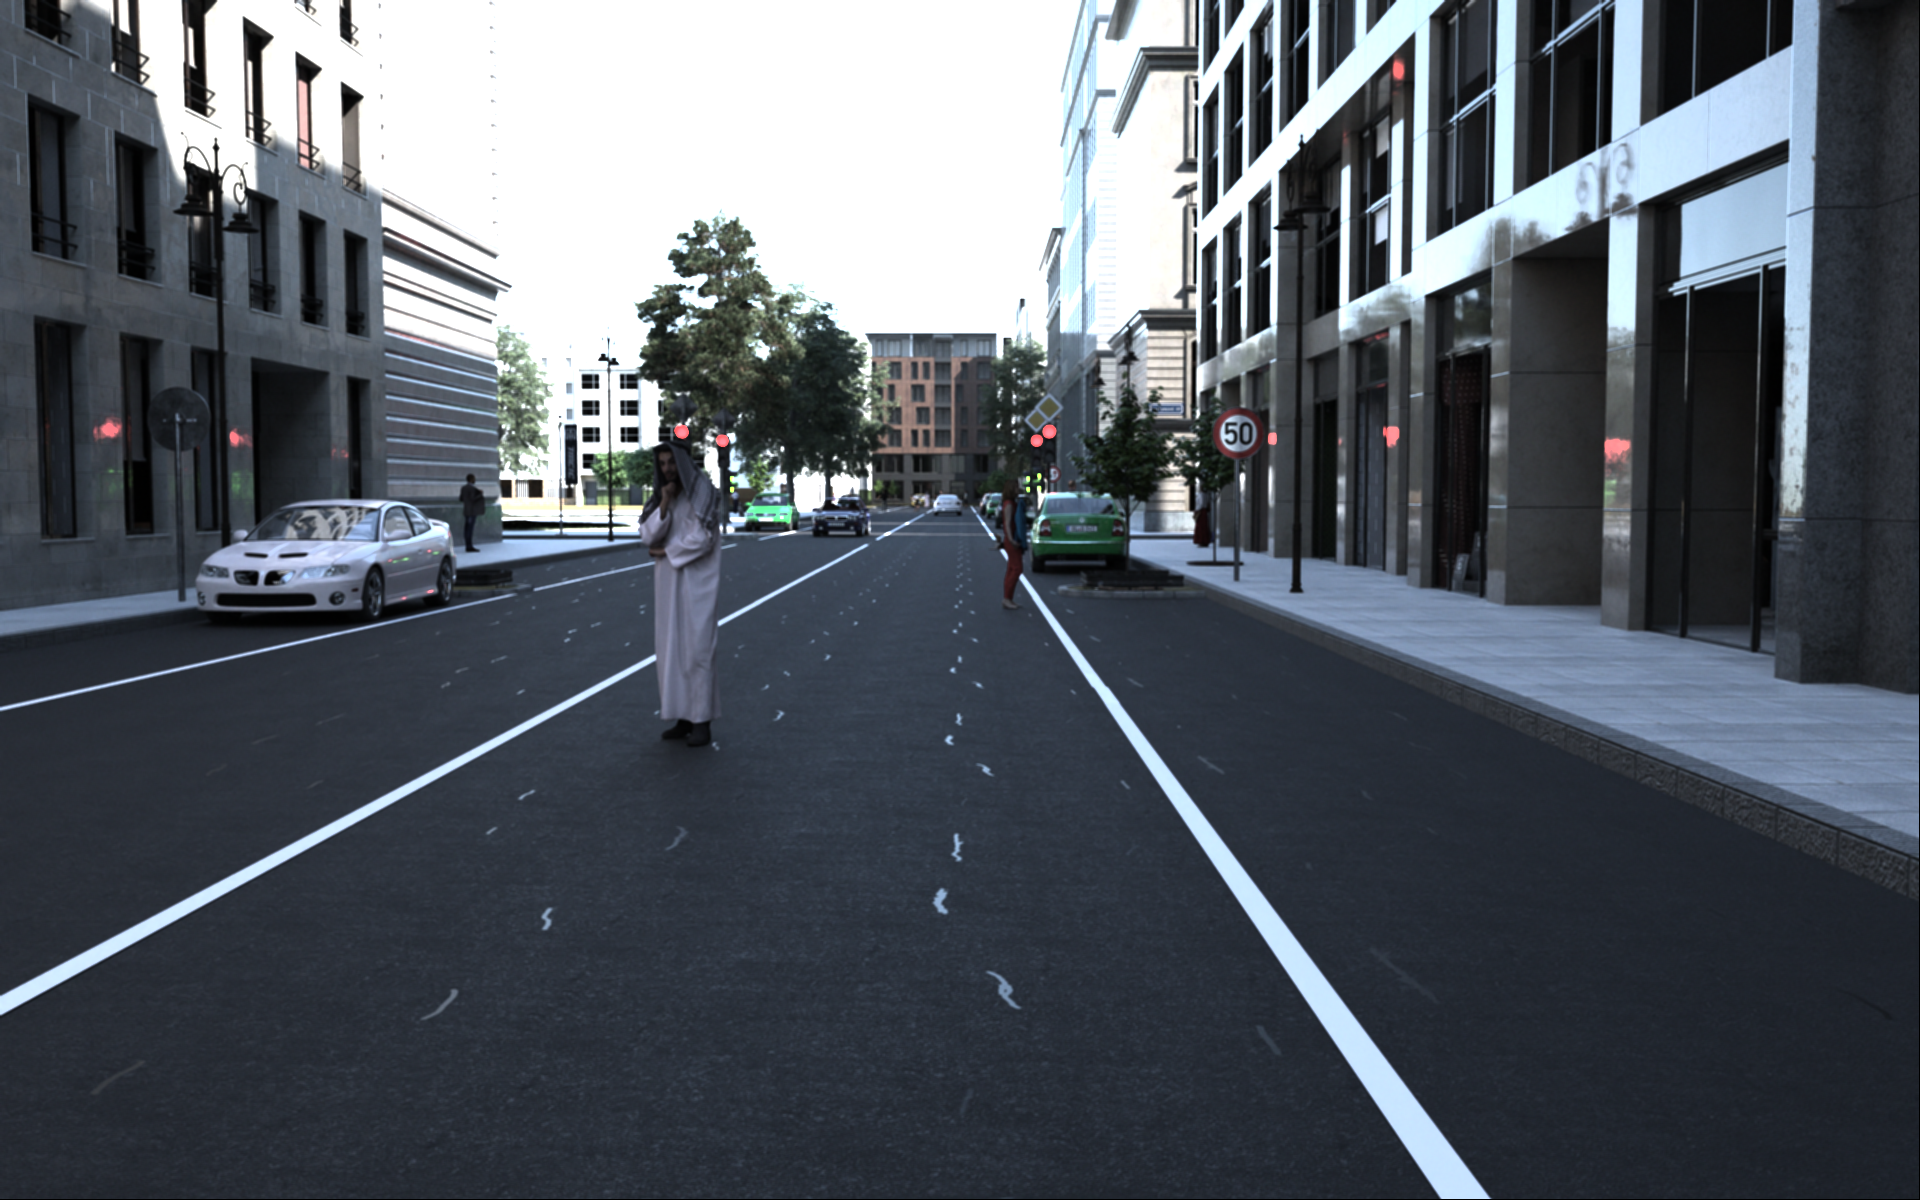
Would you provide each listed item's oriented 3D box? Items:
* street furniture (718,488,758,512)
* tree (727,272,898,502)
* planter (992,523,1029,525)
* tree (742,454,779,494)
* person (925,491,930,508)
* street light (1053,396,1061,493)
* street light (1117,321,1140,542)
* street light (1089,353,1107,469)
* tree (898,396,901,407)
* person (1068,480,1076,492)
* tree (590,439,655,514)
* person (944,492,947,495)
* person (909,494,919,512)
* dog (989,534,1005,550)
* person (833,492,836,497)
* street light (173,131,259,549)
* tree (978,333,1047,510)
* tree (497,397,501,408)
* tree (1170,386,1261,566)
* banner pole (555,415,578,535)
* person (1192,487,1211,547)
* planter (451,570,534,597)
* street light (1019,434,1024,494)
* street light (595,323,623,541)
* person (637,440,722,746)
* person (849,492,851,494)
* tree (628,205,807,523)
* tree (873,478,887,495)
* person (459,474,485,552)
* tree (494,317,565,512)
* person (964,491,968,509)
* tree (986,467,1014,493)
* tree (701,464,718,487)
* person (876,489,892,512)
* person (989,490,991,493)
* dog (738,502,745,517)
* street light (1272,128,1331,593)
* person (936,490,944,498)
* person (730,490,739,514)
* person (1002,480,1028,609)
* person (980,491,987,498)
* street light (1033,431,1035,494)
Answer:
[{"bbox_3d":[-15.712,-7.154,123.816,11.010,1.723,9.812,0,4,-7],"label":"street furniture"},{"bbox_3d":[-9.737,-11.708,98.079,9.857,13.997,8.962,0,3,0],"label":"tree"},{"bbox_3d":[2.499,-3.636,80.589,1.991,0.319,1.994,0,3,0],"label":"planter"},{"bbox_3d":[-9.482,-5.408,83.024,1.663,3.219,1.824,0,3,0],"label":"tree"},{"bbox_3d":[-3.350,-10.299,177.558,0.621,1.740,0.551,2,4,29],"label":"person"},{"bbox_3d":[4.509,-6.659,81.661,0.468,5.910,1.993,0,3,0],"label":"street light"},{"bbox_3d":[4.517,-4.511,46.535,0.468,5.910,1.993,0,3,0],"label":"street light"},{"bbox_3d":[4.517,-5.143,56.880,0.468,5.910,1.993,0,3,0],"label":"street light"},{"bbox_3d":[-9.351,-13.298,124.078,9.857,13.997,8.962,0,3,0],"label":"tree"},{"bbox_3d":[2.643,-1.929,40.596,0.990,1.755,0.434,3,5,42],"label":"person"},{"bbox_3d":[-22.165,-7.793,111.130,4.285,4.588,4.351,0,3,0],"label":"tree"},{"bbox_3d":[-1.721,-12.107,207.171,1.217,1.735,0.721,0,4,-7],"label":"person"},{"bbox_3d":[-3.715,-7.966,141.930,0.628,1.438,0.799,3,5,42],"label":"person"},{"bbox_3d":[1.146,-1.494,44.616,0.748,0.427,0.550,3,4,39],"label":"dog"},{"bbox_3d":[-10.391,-8.136,142.291,0.599,1.433,0.991,0,4,1],"label":"person"},{"bbox_3d":[-9.637,-3.047,22.606,0.468,5.910,1.993,0,3,0],"label":"street light"},{"bbox_3d":[5.876,-14.033,136.098,9.857,13.997,8.962,0,3,0],"label":"tree"},{"bbox_3d":[-24.495,-8.220,84.767,4.737,8.622,4.395,0,3,0],"label":"tree"},{"bbox_3d":[4.480,-2.244,31.296,1.663,3.219,1.824,0,3,0],"label":"tree"},{"bbox_3d":[-12.412,-3.956,54.691,0.863,3.779,0.401,1,4,17],"label":"banner pole"},{"bbox_3d":[5.854,-2.041,41.874,0.387,1.526,0.523,2,4,27],"label":"person"},{"bbox_3d":[-7.287,-0.241,25.083,1.991,0.319,1.994,0,3,0],"label":"planter"},{"bbox_3d":[4.604,-9.631,130.254,0.468,5.910,1.993,0,3,0],"label":"street light"},{"bbox_3d":[-9.486,-4.532,46.890,0.468,5.910,1.993,0,3,0],"label":"street light"},{"bbox_3d":[-1.628,-0.056,10.092,0.551,1.740,0.621,1,4,10],"label":"person"},{"bbox_3d":[-9.292,-8.342,145.664,0.991,1.433,0.599,-1,4,-14],"label":"person"},{"bbox_3d":[-10.522,-10.264,75.232,7.806,13.903,7.818,0,3,0],"label":"tree"},{"bbox_3d":[-9.446,-12.815,204.128,1.663,3.219,1.824,0,3,0],"label":"tree"},{"bbox_3d":[-10.823,-1.934,38.490,0.431,1.722,0.655,-3,4,-38],"label":"person"},{"bbox_3d":[-33.208,-13.272,123.653,9.857,13.997,8.962,0,3,0],"label":"tree"},{"bbox_3d":[0.493,-9.608,166.377,0.721,1.735,1.217,0,4,2],"label":"person"},{"bbox_3d":[4.786,-13.682,207.419,4.285,4.588,4.351,0,3,0],"label":"tree"},{"bbox_3d":[-16.113,-7.081,110.376,1.663,3.219,1.824,0,3,0],"label":"tree"},{"bbox_3d":[-6.112,-8.041,139.986,1.348,1.822,0.705,-1,4,-17],"label":"person"},{"bbox_3d":[2.645,-8.698,150.856,0.705,1.807,1.348,-2,4,-29],"label":"person"},{"bbox_3d":[-12.139,-5.051,96.959,0.800,0.831,0.513,-3,5,-40],"label":"dog"},{"bbox_3d":[4.384,-3.034,22.395,0.468,5.910,1.993,0,3,0],"label":"street light"},{"bbox_3d":[-1.625,-8.036,140.420,0.750,1.759,0.617,-1,4,-19],"label":"person"},{"bbox_3d":[-14.814,-6.466,113.978,0.614,1.554,0.590,1,4,10],"label":"person"},{"bbox_3d":[0.700,-0.715,21.890,0.444,1.614,0.593,2,4,35],"label":"person"},{"bbox_3d":[2.440,-9.528,165.111,1.217,1.723,0.721,-1,4,-13],"label":"person"},{"bbox_3d":[4.586,-8.155,106.114,0.468,5.910,1.993,0,3,0],"label":"street light"}]
